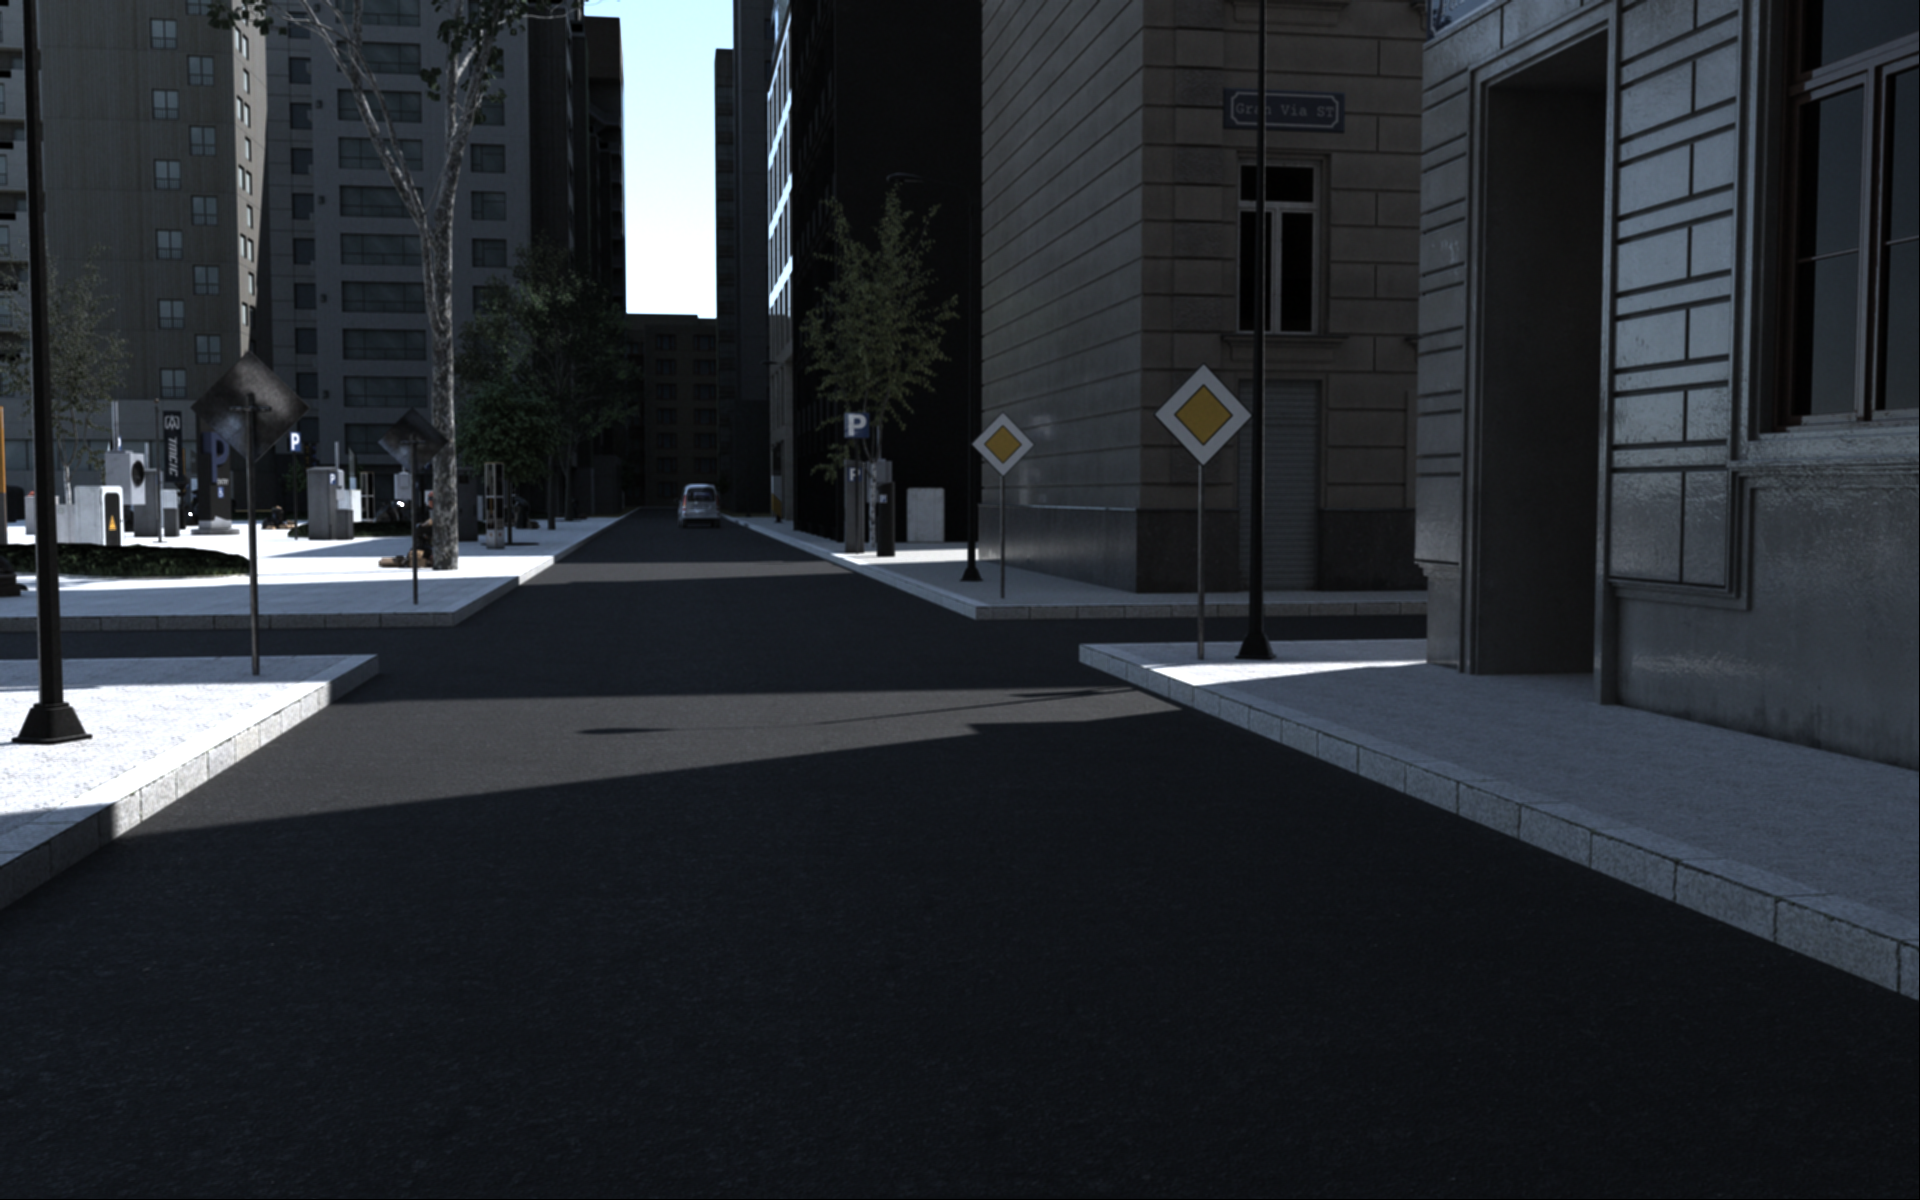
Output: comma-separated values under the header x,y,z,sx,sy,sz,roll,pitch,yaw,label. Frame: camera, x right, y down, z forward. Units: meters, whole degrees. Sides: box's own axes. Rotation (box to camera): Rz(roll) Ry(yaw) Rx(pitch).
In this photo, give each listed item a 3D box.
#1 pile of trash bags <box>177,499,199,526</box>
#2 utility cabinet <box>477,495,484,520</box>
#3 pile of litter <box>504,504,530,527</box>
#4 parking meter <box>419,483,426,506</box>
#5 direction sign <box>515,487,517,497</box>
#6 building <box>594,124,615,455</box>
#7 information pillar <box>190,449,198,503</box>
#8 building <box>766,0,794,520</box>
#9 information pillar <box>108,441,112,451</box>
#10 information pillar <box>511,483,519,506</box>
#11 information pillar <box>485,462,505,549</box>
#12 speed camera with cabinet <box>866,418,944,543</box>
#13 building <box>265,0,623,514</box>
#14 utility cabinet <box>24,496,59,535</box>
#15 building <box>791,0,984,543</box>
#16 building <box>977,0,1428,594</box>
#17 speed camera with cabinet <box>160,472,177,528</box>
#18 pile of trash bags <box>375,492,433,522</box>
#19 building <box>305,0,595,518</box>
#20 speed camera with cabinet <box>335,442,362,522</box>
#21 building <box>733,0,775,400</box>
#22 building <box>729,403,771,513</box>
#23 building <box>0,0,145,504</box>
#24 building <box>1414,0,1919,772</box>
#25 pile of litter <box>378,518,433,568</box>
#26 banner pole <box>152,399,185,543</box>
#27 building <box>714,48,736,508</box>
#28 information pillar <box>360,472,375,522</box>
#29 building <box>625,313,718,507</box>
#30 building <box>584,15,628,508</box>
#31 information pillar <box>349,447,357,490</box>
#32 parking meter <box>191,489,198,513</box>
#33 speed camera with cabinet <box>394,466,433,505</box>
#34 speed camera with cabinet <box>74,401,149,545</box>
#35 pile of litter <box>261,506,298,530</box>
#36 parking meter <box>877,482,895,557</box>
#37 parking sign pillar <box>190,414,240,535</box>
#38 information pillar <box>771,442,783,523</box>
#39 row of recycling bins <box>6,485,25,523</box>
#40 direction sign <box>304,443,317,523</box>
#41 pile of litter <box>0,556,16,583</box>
x,y,z,sx,sy,sz,roll,pitch,yaw,label
-30.949,-3.695,70.161,3.447,1.369,1.912,2,4,30,pile of trash bags
-22.344,-4.253,80.692,0.306,1.237,1.020,-1,4,-12,utility cabinet
-19.513,-3.665,73.881,1.719,0.858,1.176,1,4,19,pile of litter
-27.721,-5.117,89.382,0.399,1.863,0.255,-2,4,-24,parking meter
-18.323,-4.862,71.491,0.379,3.537,0.876,1,4,13,direction sign
-34.218,-22.177,134.300,14.160,30.474,14.107,-1,4,-10,building
-40.063,-6.082,90.796,0.504,3.616,0.183,0,4,-1,information pillar
1.849,-16.841,79.867,19.350,26.468,34.151,-1,4,-10,building
-37.415,-5.196,76.303,0.183,3.616,0.504,-3,4,-37,information pillar
-23.563,-5.334,91.702,0.304,2.012,0.304,1,4,10,information pillar
-10.831,-2.192,40.332,0.304,2.012,0.304,2,4,27,information pillar
-1.435,-3.133,45.558,2.038,3.252,0.660,0,4,-1,speed camera with cabinet
-33.479,-41.428,115.607,20.563,71.187,20.611,-1,4,-10,building
-29.001,-2.664,54.714,1.020,1.237,0.306,1,4,10,utility cabinet
1.489,-13.717,53.954,12.332,23.373,15.834,-1,4,-10,building
13.273,-14.178,29.079,25.104,27.353,12.463,-1,4,-10,building
-30.644,-4.402,66.304,0.660,3.252,2.038,-3,5,-44,speed camera with cabinet
-21.749,-3.630,69.102,1.912,1.369,3.447,1,4,15,pile of trash bags
-28.686,-20.066,99.788,14.160,30.474,14.107,-1,4,-10,building
-23.630,-4.403,66.332,0.660,3.252,2.038,1,4,11,speed camera with cabinet
-8.132,-36.775,143.269,21.231,58.520,28.212,-1,4,-10,building
-3.510,-48.949,112.989,22.319,86.520,31.000,-1,4,-10,building
-71.867,-34.119,147.080,27.495,52.752,28.713,-1,4,-10,building
10.063,-10.249,3.731,11.583,22.565,21.152,-1,4,-10,building
-9.612,-1.009,30.464,1.176,0.858,1.719,-2,4,-27,pile of litter
-20.928,-3.407,45.728,0.863,3.779,0.401,-3,5,-41,banner pole
-16.061,-29.374,163.862,14.154,41.232,14.086,-1,4,-10,building
-19.836,-3.272,57.996,0.304,2.012,0.304,2,4,28,information pillar
-39.895,-21.051,189.219,28.899,21.520,27.650,-1,4,-10,building
-38.248,-31.196,160.159,14.200,45.320,14.600,-1,4,-10,building
-30.036,-5.770,85.696,0.504,3.616,0.183,3,4,37,information pillar
-39.067,-4.896,88.466,0.372,1.533,0.369,0,3,0,parking meter
-23.400,-4.935,75.020,2.038,3.252,0.660,-2,4,-27,speed camera with cabinet
-17.830,-2.570,36.351,0.660,3.252,2.038,0,4,-1,speed camera with cabinet
-24.705,-3.008,63.145,1.719,0.858,1.176,-3,5,-39,pile of litter
-1.525,-1.663,35.602,0.372,1.533,0.369,0,3,0,parking meter
-23.482,-4.039,54.511,1.447,3.967,1.447,0,4,5,parking sign pillar
-8.224,-5.284,77.752,0.504,3.616,0.183,-3,5,-41,information pillar
-47.472,-4.875,86.822,1.069,1.692,3.534,-2,4,-26,row of recycling bins
-28.844,-5.195,76.938,0.379,3.537,0.876,1,4,14,direction sign
-13.587,-0.578,23.423,1.176,0.858,1.719,3,4,37,pile of litter
